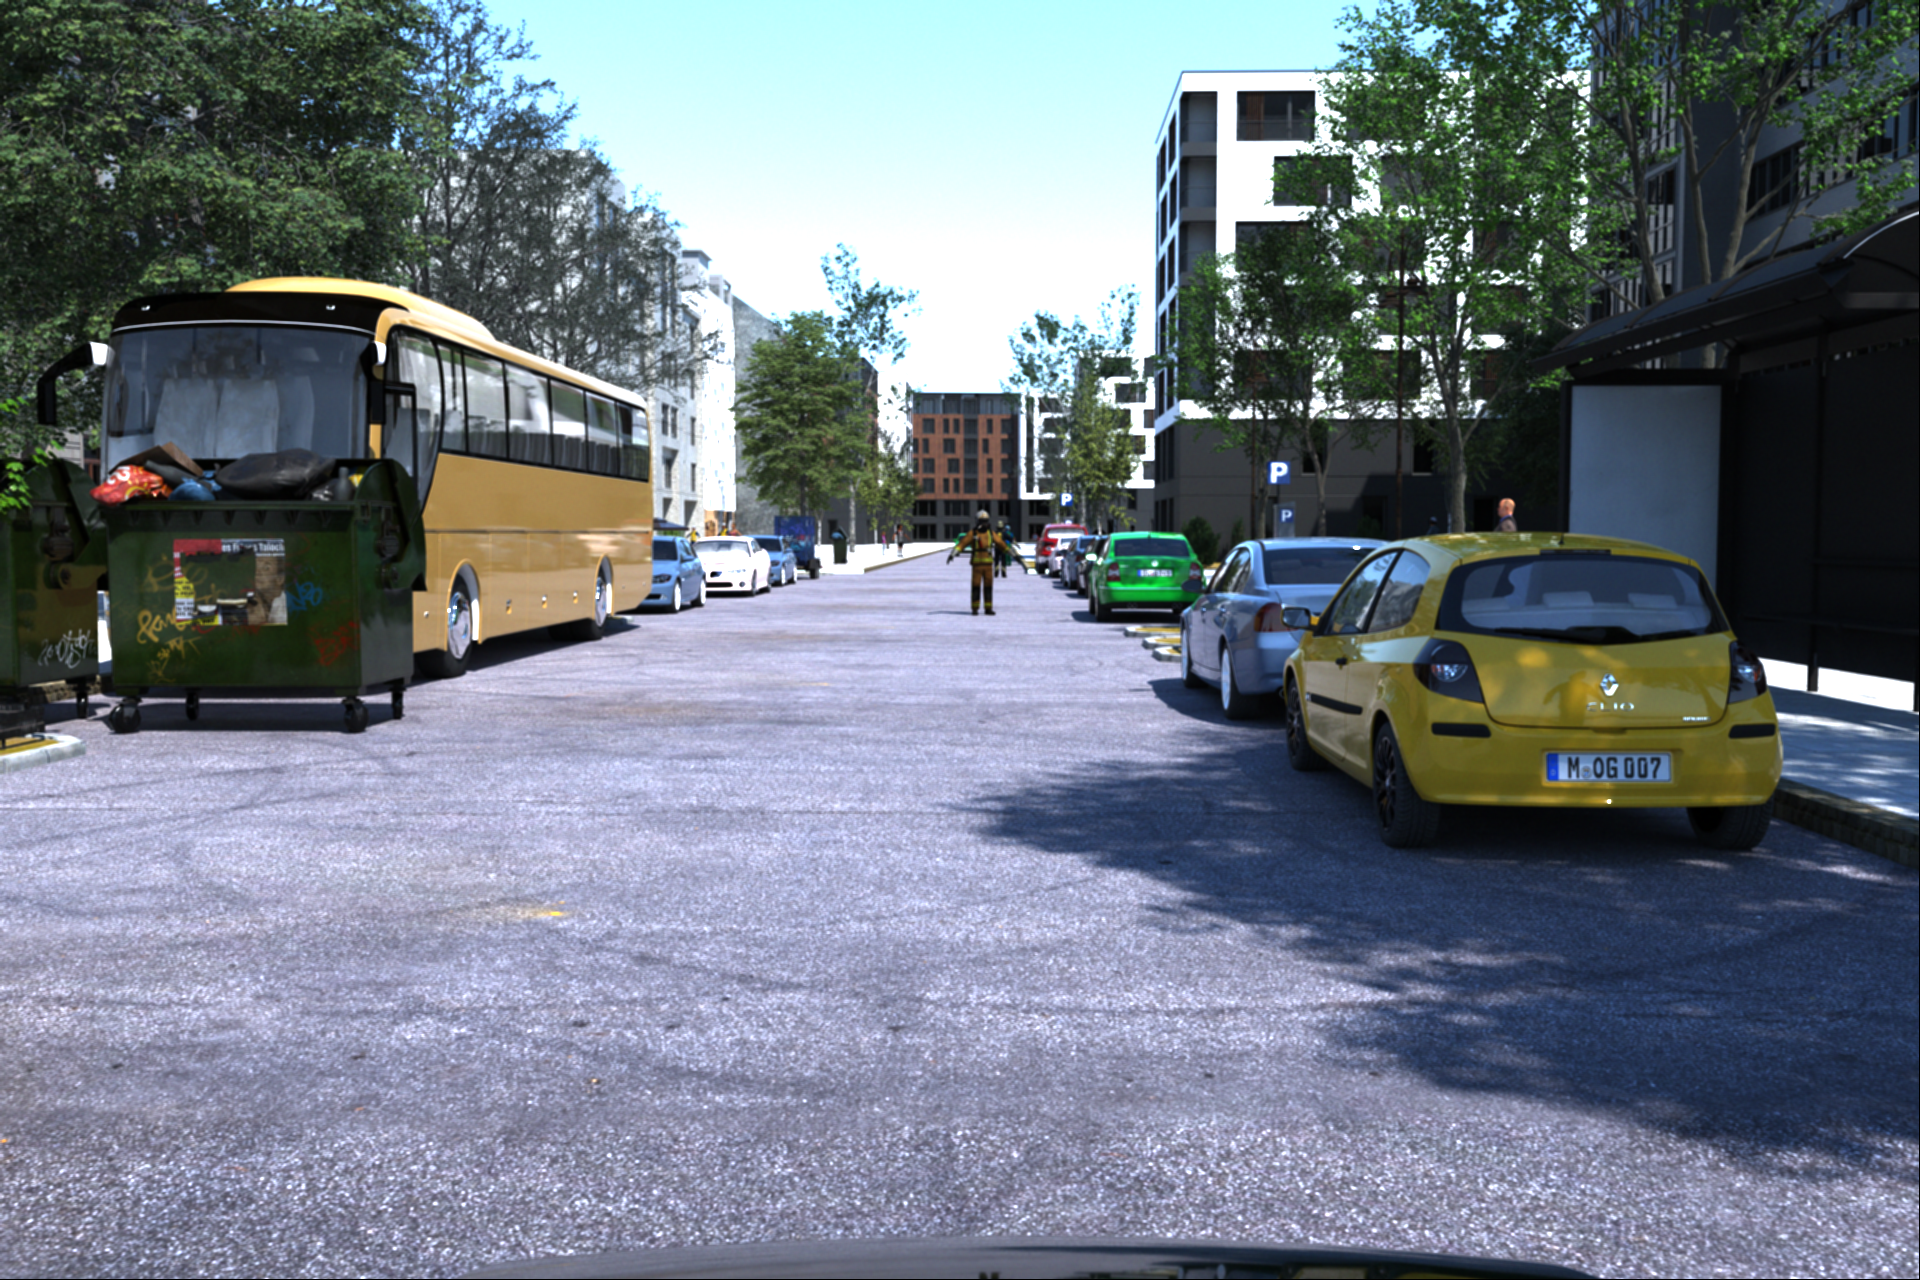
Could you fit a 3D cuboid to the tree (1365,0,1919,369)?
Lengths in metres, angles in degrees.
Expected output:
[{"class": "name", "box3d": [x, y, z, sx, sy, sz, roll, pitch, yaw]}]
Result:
[{"class": "tree", "box3d": [8.799, -5.806, 20.690, 9.928, 11.665, 9.643, 0, 3, 0]}]

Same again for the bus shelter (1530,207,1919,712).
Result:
[{"class": "bus shelter", "box3d": [6.188, -1.179, 13.197, 2.014, 3.302, 5.546, 0, 4, 1]}]

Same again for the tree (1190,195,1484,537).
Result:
[{"class": "tree", "box3d": [9.997, -6.882, 46.938, 8.767, 10.594, 7.601, 2, 4, 25]}]

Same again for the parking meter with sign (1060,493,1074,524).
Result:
[{"class": "parking meter with sign", "box3d": [4.529, -4.692, 72.976, 0.543, 3.016, 1.738, 0, 4, 0]}]

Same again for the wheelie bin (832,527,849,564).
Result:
[{"class": "wheelie bin", "box3d": [-5.145, -4.062, 74.319, 0.693, 1.594, 0.980, 0, 4, 2]}]

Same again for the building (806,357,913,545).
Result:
[{"class": "building", "box3d": [-20.866, -22.776, 216.365, 27.936, 21.610, 32.646, 0, 4, 2]}]

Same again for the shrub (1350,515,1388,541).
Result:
[{"class": "shrub", "box3d": [16.133, -3.947, 68.579, 1.661, 2.075, 1.752, 0, 3, 0]}]

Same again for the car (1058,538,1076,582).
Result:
[{"class": "car", "box3d": [3.838, -2.319, 50.495, 1.945, 1.354, 3.894, 0, 4, 1]}]

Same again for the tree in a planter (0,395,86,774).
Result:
[{"class": "tree in a planter", "box3d": [-6.680, -0.824, 10.692, 1.991, 3.239, 1.994, 0, 4, 1]}]

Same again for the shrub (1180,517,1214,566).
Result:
[{"class": "shrub", "box3d": [9.365, -3.944, 68.908, 1.690, 2.028, 1.600, 0, 3, 0]}]

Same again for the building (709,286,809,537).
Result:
[{"class": "building", "box3d": [-22.529, -18.846, 139.056, 19.493, 23.208, 18.063, 0, 4, 1]}]

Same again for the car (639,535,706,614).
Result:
[{"class": "car", "box3d": [-5.916, -1.267, 32.717, 2.014, 1.417, 4.499, 0, 4, 1]}]

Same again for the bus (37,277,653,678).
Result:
[{"class": "bus", "box3d": [-6.092, -1.769, 20.463, 2.896, 3.916, 12.252, 0, 4, 1]}]

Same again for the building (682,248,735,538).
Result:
[{"class": "building", "box3d": [-22.037, -15.888, 116.185, 16.016, 20.090, 11.380, 0, 4, 1]}]

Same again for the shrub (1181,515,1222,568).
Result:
[{"class": "shrub", "box3d": [9.022, -3.727, 65.364, 1.690, 2.028, 1.600, 0, 3, 0]}]

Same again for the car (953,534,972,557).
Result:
[{"class": "car", "box3d": [0.563, -6.289, 111.614, 1.959, 1.807, 4.718, 0, 4, 2]}]

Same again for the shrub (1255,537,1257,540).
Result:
[{"class": "shrub", "box3d": [12.030, -3.625, 70.380, 1.383, 1.207, 1.383, 0, 3, 0]}]

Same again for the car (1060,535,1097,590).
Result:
[{"class": "car", "box3d": [3.681, -2.075, 45.925, 2.014, 1.417, 4.499, 0, 4, 1]}]

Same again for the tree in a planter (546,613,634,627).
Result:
[{"class": "tree in a planter", "box3d": [-6.304, -1.859, 27.619, 1.991, 3.239, 1.994, 0, 4, 1]}]

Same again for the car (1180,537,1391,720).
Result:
[{"class": "car", "box3d": [2.932, -0.162, 14.651, 2.014, 1.417, 4.499, 0, 4, 1]}]

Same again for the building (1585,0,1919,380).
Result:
[{"class": "building", "box3d": [29.868, -14.144, 50.321, 14.314, 24.678, 30.058, 0, 4, 2]}]

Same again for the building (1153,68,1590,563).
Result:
[{"class": "building", "box3d": [24.183, -15.210, 92.665, 27.936, 21.610, 32.646, 0, 4, 2]}]

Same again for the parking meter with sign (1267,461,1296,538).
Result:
[{"class": "parking meter with sign", "box3d": [7.619, -2.725, 40.814, 0.543, 3.016, 1.738, 0, 4, 2]}]

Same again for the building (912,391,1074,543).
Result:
[{"class": "building", "box3d": [5.209, -25.243, 259.154, 32.646, 21.610, 27.936, 0, 4, -5]}]

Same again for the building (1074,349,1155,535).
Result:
[{"class": "building", "box3d": [27.499, -22.233, 207.487, 27.936, 21.610, 32.646, 0, 4, 2]}]

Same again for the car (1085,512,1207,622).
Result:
[{"class": "car", "box3d": [3.149, -1.276, 29.652, 1.959, 1.807, 4.718, 0, 4, 2]}]

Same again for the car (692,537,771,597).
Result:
[{"class": "car", "box3d": [-5.581, -1.752, 41.001, 2.083, 1.381, 4.827, 0, 4, 1]}]

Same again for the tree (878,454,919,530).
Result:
[{"class": "tree", "box3d": [-5.674, -12.797, 159.587, 4.737, 8.622, 4.395, 0, 3, 0]}]

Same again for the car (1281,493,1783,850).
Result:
[{"class": "car", "box3d": [2.823, 0.056, 9.309, 2.015, 1.641, 3.980, 0, 4, 2]}]

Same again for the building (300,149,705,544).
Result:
[{"class": "building", "box3d": [-25.137, -14.021, 95.697, 16.747, 18.905, 31.486, 0, 4, 1]}]

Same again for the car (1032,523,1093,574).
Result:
[{"class": "car", "box3d": [3.794, -3.342, 63.316, 2.281, 1.827, 5.304, 0, 4, 1]}]

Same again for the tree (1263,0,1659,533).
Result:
[{"class": "tree", "box3d": [9.666, -6.603, 33.713, 9.928, 11.665, 9.643, 0, 3, 0]}]

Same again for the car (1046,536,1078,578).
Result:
[{"class": "car", "box3d": [3.919, -2.775, 57.729, 2.083, 1.381, 4.827, 0, 4, 1]}]

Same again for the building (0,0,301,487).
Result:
[{"class": "building", "box3d": [-29.688, -13.348, 54.394, 11.583, 22.565, 21.152, 0, 4, 1]}]

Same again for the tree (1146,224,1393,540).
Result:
[{"class": "tree", "box3d": [10.247, -8.073, 57.750, 9.928, 11.665, 9.643, 0, 3, 0]}]

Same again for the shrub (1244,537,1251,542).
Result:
[{"class": "shrub", "box3d": [10.953, -3.333, 65.617, 1.383, 1.207, 1.383, 0, 3, 0]}]

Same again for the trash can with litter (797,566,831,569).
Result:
[{"class": "trash can with litter", "box3d": [-5.606, -3.296, 64.948, 1.678, 1.210, 2.233, 0, 4, 1]}]

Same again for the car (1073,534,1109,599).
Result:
[{"class": "car", "box3d": [3.624, -1.825, 39.622, 2.009, 1.686, 4.222, 0, 3, 0]}]

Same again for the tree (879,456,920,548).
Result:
[{"class": "tree", "box3d": [-5.682, -12.490, 154.577, 4.737, 8.622, 4.395, 0, 3, 0]}]

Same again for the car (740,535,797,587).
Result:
[{"class": "car", "box3d": [-5.625, -2.239, 48.603, 2.014, 1.417, 4.499, 0, 4, 1]}]
